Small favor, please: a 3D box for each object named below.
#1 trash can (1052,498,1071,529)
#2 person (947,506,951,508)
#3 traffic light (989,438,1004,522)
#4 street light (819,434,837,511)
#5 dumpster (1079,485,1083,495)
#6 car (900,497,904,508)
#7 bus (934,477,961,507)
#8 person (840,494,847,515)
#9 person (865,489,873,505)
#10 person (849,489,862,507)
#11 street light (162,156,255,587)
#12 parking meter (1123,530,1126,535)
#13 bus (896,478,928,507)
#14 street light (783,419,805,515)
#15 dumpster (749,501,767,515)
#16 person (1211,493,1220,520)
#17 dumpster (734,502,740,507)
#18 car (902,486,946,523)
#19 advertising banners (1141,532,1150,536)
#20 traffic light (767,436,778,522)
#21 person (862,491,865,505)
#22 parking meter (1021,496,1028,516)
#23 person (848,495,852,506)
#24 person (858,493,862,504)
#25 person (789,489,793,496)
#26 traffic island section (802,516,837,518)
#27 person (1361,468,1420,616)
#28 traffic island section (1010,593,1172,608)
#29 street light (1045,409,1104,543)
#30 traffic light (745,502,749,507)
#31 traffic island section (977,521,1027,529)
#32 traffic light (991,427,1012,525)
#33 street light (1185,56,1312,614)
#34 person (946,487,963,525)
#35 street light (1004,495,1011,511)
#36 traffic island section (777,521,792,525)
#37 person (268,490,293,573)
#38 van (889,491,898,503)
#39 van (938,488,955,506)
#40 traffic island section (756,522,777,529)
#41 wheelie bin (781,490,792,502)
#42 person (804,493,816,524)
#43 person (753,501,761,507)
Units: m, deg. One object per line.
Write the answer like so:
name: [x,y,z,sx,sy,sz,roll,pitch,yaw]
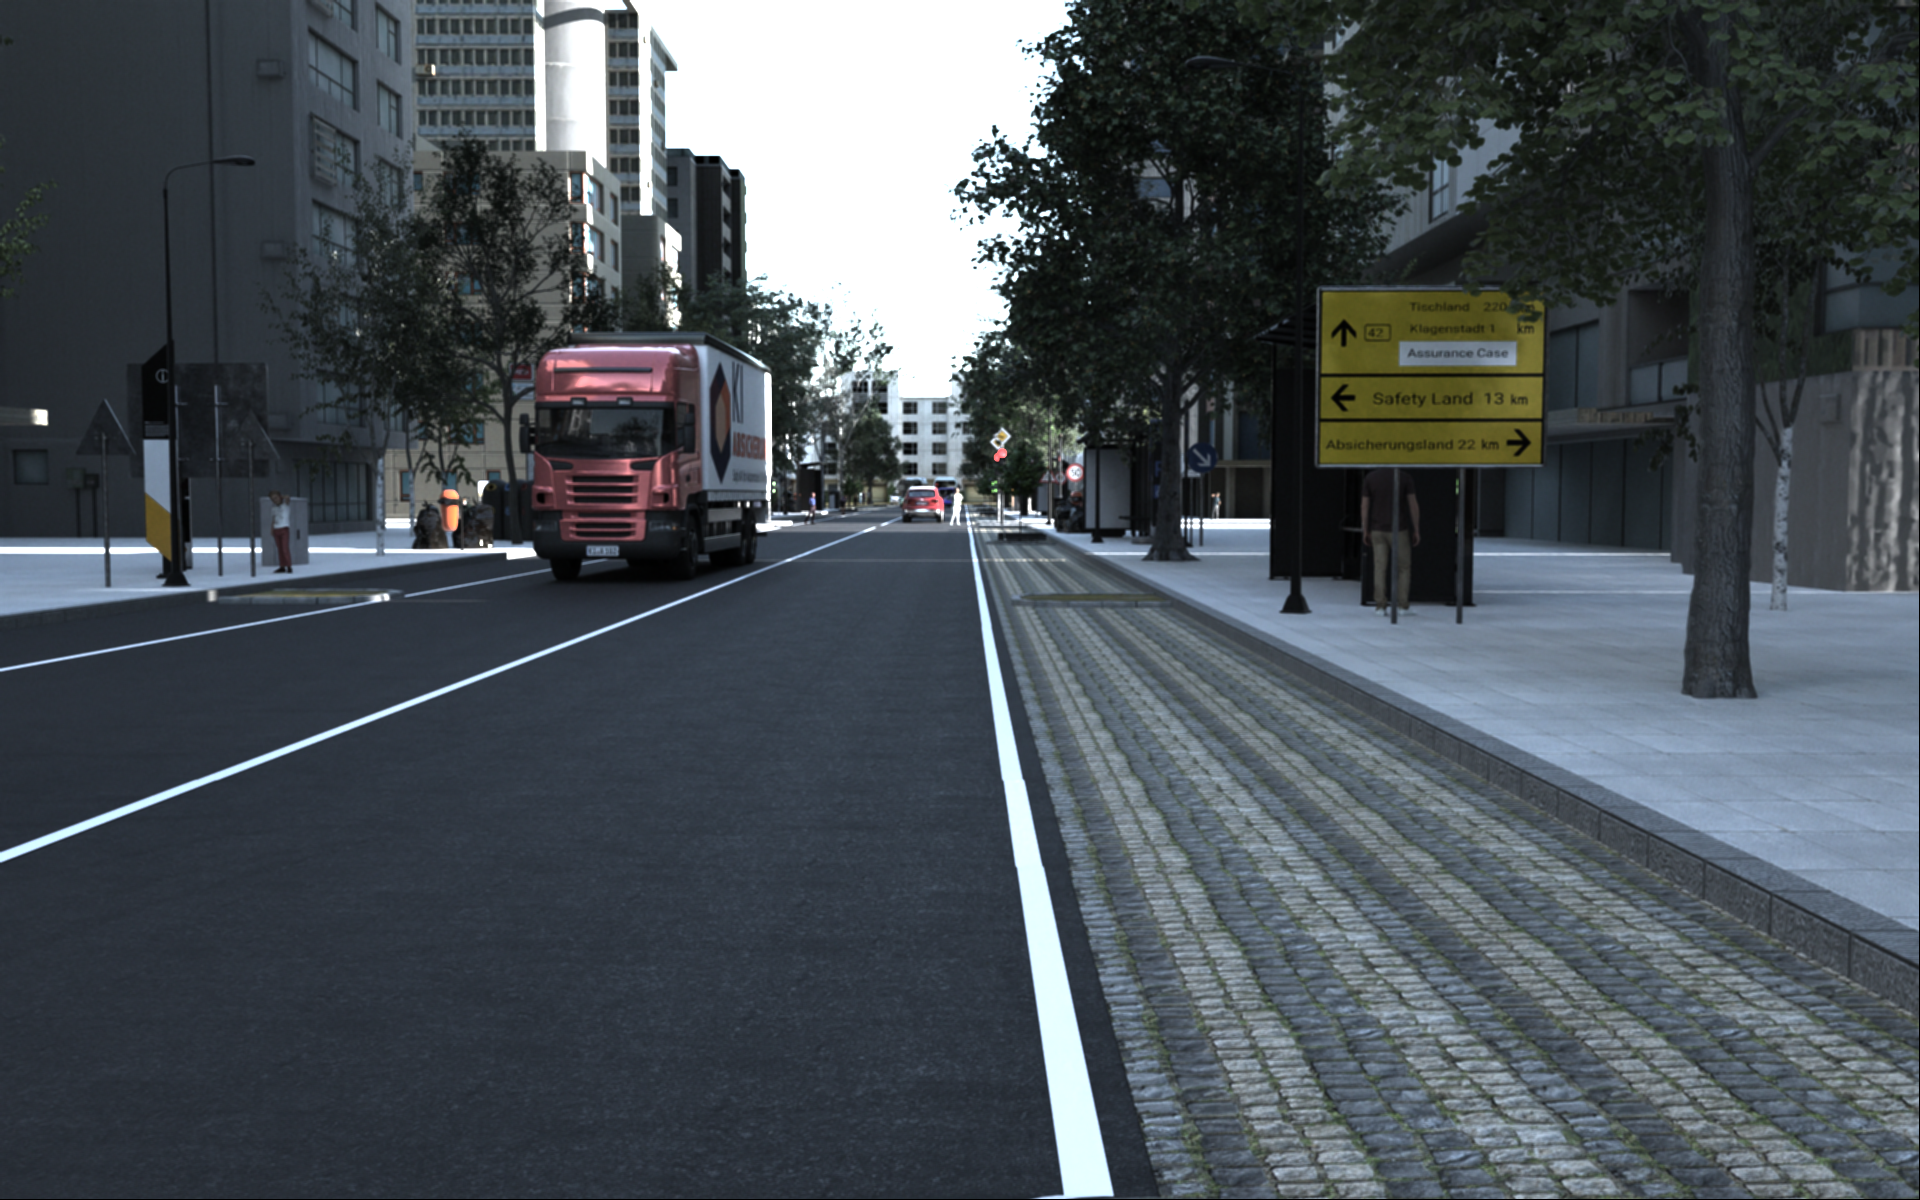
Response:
trash can: [3.709,-3.125,62.743,0.748,1.137,0.748,0,3,0]
person: [-1.199,-10.790,184.848,1.348,1.831,0.705,3,4,38]
traffic light: [1.755,-5.591,80.338,0.839,4.253,0.868,0,3,0]
street light: [-10.247,-9.886,134.171,1.470,5.913,1.316,0,3,0]
dumpster: [5.333,-3.793,67.776,1.264,1.857,1.865,0,3,0]
car: [-5.264,-10.544,181.186,1.959,1.807,4.718,0,4,-1]
bus: [-1.478,-12.367,197.066,2.948,3.499,13.247,0,4,1]
person: [-7.938,-6.536,118.594,0.421,1.427,0.697,-2,4,-31]
person: [-10.755,-12.080,203.556,0.705,1.824,1.348,3,5,44]
person: [-10.749,-10.540,178.462,1.348,1.812,0.705,-1,4,-13]
street light: [-10.383,-3.144,23.952,1.470,5.913,1.316,0,3,0]
parking meter: [4.963,-2.945,53.859,0.255,1.863,0.399,-2,4,-23]
bus: [-5.198,-12.061,192.061,2.948,3.499,13.247,0,4,2]
street light: [-10.306,-8.253,107.479,1.470,5.913,1.316,0,3,0]
dumpster: [-12.524,-6.419,107.447,1.502,2.255,1.985,0,3,0]
person: [12.406,-4.546,84.274,0.435,1.345,0.340,-2,4,-35]
dumpster: [-11.316,-4.791,84.098,1.264,1.857,1.865,0,3,0]
car: [-1.846,-4.868,88.261,2.281,1.827,5.304,0,4,1]
advertising banners: [5.839,-3.495,53.335,0.090,3.025,2.074,1,4,21]
traffic light: [-8.866,-5.592,80.345,0.839,4.253,0.868,0,3,0]
person: [-11.392,-12.094,204.699,0.541,1.710,0.530,-3,4,-39]
parking meter: [3.806,-5.855,101.440,0.399,1.863,0.255,0,4,-7]
person: [-11.654,-10.785,182.927,0.434,1.755,0.990,0,4,-7]
person: [-13.712,-14.007,237.592,0.705,1.814,1.350,2,4,35]
person: [-16.236,-9.763,165.757,0.705,1.814,1.350,2,4,25]
traffic island section: [-8.522,-5.031,105.129,1.991,0.108,1.994,0,3,0]
person: [4.562,-0.742,18.308,0.598,1.807,0.434,2,4,33]
traffic island section: [1.660,0.014,22.637,1.991,0.108,1.994,0,3,0]
street light: [3.080,-4.461,45.473,1.470,5.913,1.316,0,3,0]
traffic light: [-8.884,-5.103,72.360,0.839,4.253,0.868,0,3,0]
traffic island section: [1.778,-3.069,72.466,2.009,0.180,2.903,0,3,0]
traffic light: [1.738,-5.103,72.353,0.839,4.253,0.868,0,3,0]
street light: [3.090,-2.815,18.563,1.470,5.913,1.316,0,3,0]
person: [-0.207,-4.303,79.583,0.841,1.734,0.376,-1,4,-21]
street light: [3.264,-7.952,102.549,1.470,5.913,1.316,0,3,0]
traffic island section: [-8.906,-3.560,80.479,2.009,0.180,2.903,0,3,0]
person: [-11.049,-1.117,28.211,0.435,1.345,0.340,0,4,7]
van: [-8.441,-13.711,231.182,2.013,2.044,4.112,0,4,1]
van: [-1.427,-10.476,175.668,2.240,2.365,5.245,0,4,-1]
traffic island section: [-8.924,-3.071,72.494,2.009,0.180,2.903,0,3,0]
wheelie bin: [-13.111,-7.550,131.343,0.693,1.594,0.980,1,4,19]
person: [-7.057,-4.364,82.552,0.574,1.496,0.600,-2,4,-35]
person: [-12.265,-5.971,104.341,0.621,1.740,0.551,1,4,16]
